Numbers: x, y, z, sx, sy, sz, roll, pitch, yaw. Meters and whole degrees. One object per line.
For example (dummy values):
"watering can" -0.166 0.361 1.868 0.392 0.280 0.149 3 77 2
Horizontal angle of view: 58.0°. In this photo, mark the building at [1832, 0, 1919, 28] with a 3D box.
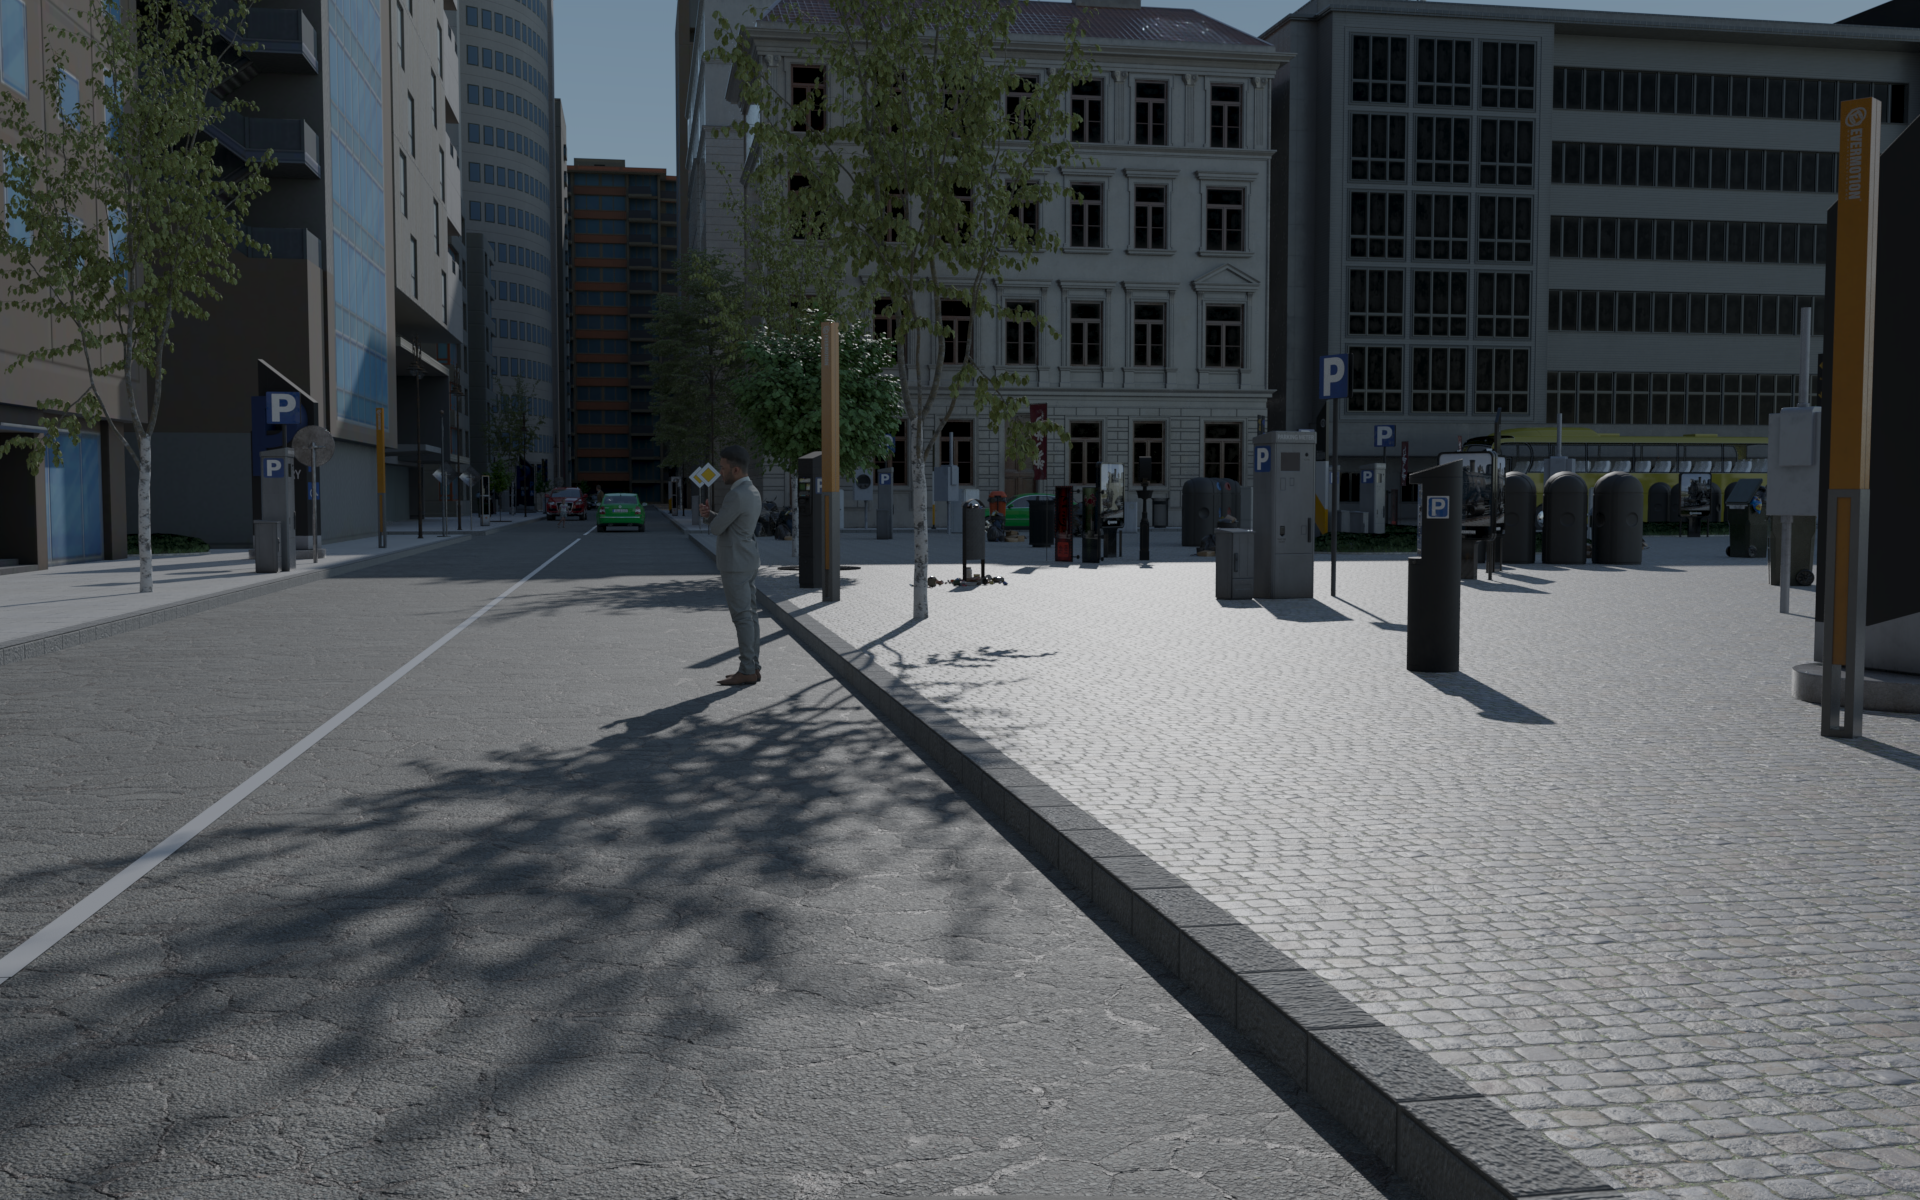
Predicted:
"building" 49.383 -15.338 80.454 15.834 23.373 12.332 -1 4 -10

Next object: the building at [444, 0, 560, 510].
"building" -45.471 -36.939 145.947 21.231 58.520 28.212 -1 4 -10

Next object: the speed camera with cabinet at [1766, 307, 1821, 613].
"speed camera with cabinet" 9.527 -1.449 18.020 0.660 3.252 2.038 -3 4 -36

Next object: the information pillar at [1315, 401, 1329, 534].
"information pillar" 9.151 -3.204 43.743 0.183 3.616 0.504 -1 4 -20

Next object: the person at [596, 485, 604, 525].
"person" -16.507 -4.350 79.528 0.656 1.842 0.836 2 4 29

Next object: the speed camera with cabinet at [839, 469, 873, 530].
"speed camera with cabinet" -4.212 -4.186 62.782 2.038 3.252 0.660 -1 4 -11

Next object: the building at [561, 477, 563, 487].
"building" -56.183 -29.313 171.147 32.217 40.220 23.993 -1 4 -10

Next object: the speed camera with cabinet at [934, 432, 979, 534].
"speed camera with cabinet" -0.102 -3.785 56.221 0.660 3.252 2.038 2 4 30

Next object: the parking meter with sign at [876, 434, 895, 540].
"parking meter with sign" -2.151 -3.253 49.451 0.543 3.016 1.738 0 4 0

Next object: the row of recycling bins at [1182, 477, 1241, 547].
"row of recycling bins" 6.318 -2.237 43.693 1.069 1.692 3.534 1 4 22

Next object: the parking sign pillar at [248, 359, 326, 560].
"parking sign pillar" -13.406 -2.810 34.413 1.447 3.967 1.447 1 4 16

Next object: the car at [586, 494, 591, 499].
"car" -35.113 -9.504 167.186 2.131 1.459 4.920 -1 4 -10

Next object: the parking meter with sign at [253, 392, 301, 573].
"parking meter with sign" -11.368 -1.990 28.790 0.543 3.016 1.738 -1 4 -11

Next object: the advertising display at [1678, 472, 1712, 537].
"advertising display" 21.826 -2.829 51.461 0.974 1.923 0.123 0 4 -5

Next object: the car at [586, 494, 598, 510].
"car" -32.383 -8.840 154.327 2.009 1.686 4.222 -1 4 -9

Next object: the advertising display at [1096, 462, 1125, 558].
"advertising display" 3.033 -1.820 34.971 0.123 1.923 0.974 2 4 35

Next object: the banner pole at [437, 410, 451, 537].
"banner pole" -15.505 -3.789 51.972 0.401 3.779 0.863 -1 4 -12

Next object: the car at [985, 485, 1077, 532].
"car" 2.285 -3.139 60.124 4.718 1.807 1.959 -1 4 -9

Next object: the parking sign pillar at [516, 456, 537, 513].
"parking sign pillar" -29.440 -7.877 117.264 1.447 3.967 1.447 2 4 34

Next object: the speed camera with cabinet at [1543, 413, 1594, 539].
"speed camera with cabinet" 15.409 -2.942 42.441 2.038 3.252 0.660 2 4 27

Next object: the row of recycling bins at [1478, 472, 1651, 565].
"row of recycling bins" 10.740 -1.523 32.019 3.534 1.692 1.069 1 4 14

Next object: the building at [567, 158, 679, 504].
"building" -47.974 -35.114 228.744 28.867 44.769 22.147 -1 4 -10

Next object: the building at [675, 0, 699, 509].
"building" -17.982 -30.807 153.797 14.600 45.320 14.200 -1 4 -10

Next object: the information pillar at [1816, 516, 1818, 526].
"information pillar" 34.876 -4.044 70.618 0.304 2.012 0.304 1 4 12

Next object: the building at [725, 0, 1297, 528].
"building" 1.433 -14.323 70.344 21.152 22.565 11.583 -1 4 -10

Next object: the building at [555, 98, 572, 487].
"building" -55.308 -34.959 195.285 21.600 48.544 21.300 -1 4 -10

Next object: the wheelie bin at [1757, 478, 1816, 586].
"wheelie bin" 11.686 -1.007 24.376 0.693 1.594 0.980 1 4 20

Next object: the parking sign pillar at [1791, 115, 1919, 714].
"parking sign pillar" 5.946 -1.354 10.602 1.447 3.967 1.447 -1 4 -19

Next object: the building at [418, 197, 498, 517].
"building" -44.124 -16.022 106.995 27.650 21.520 28.899 -1 4 -10

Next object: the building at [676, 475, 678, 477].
"building" -16.916 -34.063 176.544 23.786 49.044 30.456 -1 4 -10

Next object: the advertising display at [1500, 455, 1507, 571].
"advertising display" 8.786 -1.421 28.442 0.123 1.923 0.974 2 4 30

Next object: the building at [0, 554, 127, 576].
"building" -21.812 -22.951 25.366 14.600 45.320 14.200 -1 4 -10

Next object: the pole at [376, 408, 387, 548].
"pole" -13.709 -2.885 41.021 0.158 3.312 0.155 0 3 0

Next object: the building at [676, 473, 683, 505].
"building" -23.263 -46.628 200.614 20.563 71.187 20.611 -1 4 -10

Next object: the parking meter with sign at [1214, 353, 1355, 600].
"parking meter with sign" 3.968 -1.533 21.334 1.738 3.016 0.543 -2 4 -28

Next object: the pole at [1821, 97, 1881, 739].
"pole" 4.671 -0.932 9.079 0.158 3.312 0.155 0 3 0

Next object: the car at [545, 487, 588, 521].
"car" -21.539 -5.276 94.942 2.281 1.827 5.304 -1 4 -10

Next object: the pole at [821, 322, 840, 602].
"pole" -1.543 -1.639 20.647 0.158 3.312 0.155 0 3 0

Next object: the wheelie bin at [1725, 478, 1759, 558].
"wheelie bin" 15.977 -1.662 35.089 0.693 1.594 0.980 -1 4 -18

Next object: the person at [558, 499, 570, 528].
"person" -16.848 -3.678 73.644 0.505 1.210 0.382 -3 4 -38

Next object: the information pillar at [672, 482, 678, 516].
"information pillar" -16.670 -5.916 101.226 0.304 2.012 0.304 0 4 3

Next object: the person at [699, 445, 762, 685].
"person" -1.740 -0.274 13.157 0.466 1.800 0.511 0 4 -6

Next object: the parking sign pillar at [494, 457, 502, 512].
"parking sign pillar" -34.070 -8.421 126.162 1.447 3.967 1.447 -3 5 -42

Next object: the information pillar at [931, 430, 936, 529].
"information pillar" -0.963 -4.411 63.482 0.183 3.616 0.504 0 3 0

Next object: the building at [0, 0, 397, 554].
"building" -23.381 -24.157 45.075 14.200 45.320 14.600 -1 4 -10

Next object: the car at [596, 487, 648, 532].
"car" -12.969 -3.520 66.354 1.959 1.807 4.718 -1 4 -10

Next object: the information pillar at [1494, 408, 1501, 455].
"information pillar" 14.565 -3.402 46.983 0.183 3.616 0.504 2 4 28

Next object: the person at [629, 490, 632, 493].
"person" -29.305 -8.906 154.249 0.705 1.807 1.348 -1 4 -9

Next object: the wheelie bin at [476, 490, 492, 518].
"wheelie bin" -25.852 -5.265 93.985 0.693 1.594 0.980 0 4 3

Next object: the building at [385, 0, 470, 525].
"building" -35.586 -29.458 70.876 28.713 52.752 27.495 -1 4 -10

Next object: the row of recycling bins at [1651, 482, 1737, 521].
"row of recycling bins" 24.972 -3.153 58.667 1.069 1.692 3.534 -3 5 -39

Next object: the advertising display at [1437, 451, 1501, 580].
"advertising display" 7.623 -1.277 26.090 0.123 1.923 0.974 -3 5 -41

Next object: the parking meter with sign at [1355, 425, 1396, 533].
"parking meter with sign" 10.243 -2.866 43.113 0.543 3.016 1.738 3 4 36

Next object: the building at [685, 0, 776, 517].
"building" -10.192 -19.896 102.796 11.434 29.767 29.804 -1 4 -10

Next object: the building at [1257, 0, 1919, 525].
"building" 26.703 -15.768 76.878 30.058 24.678 14.314 -1 4 -10
